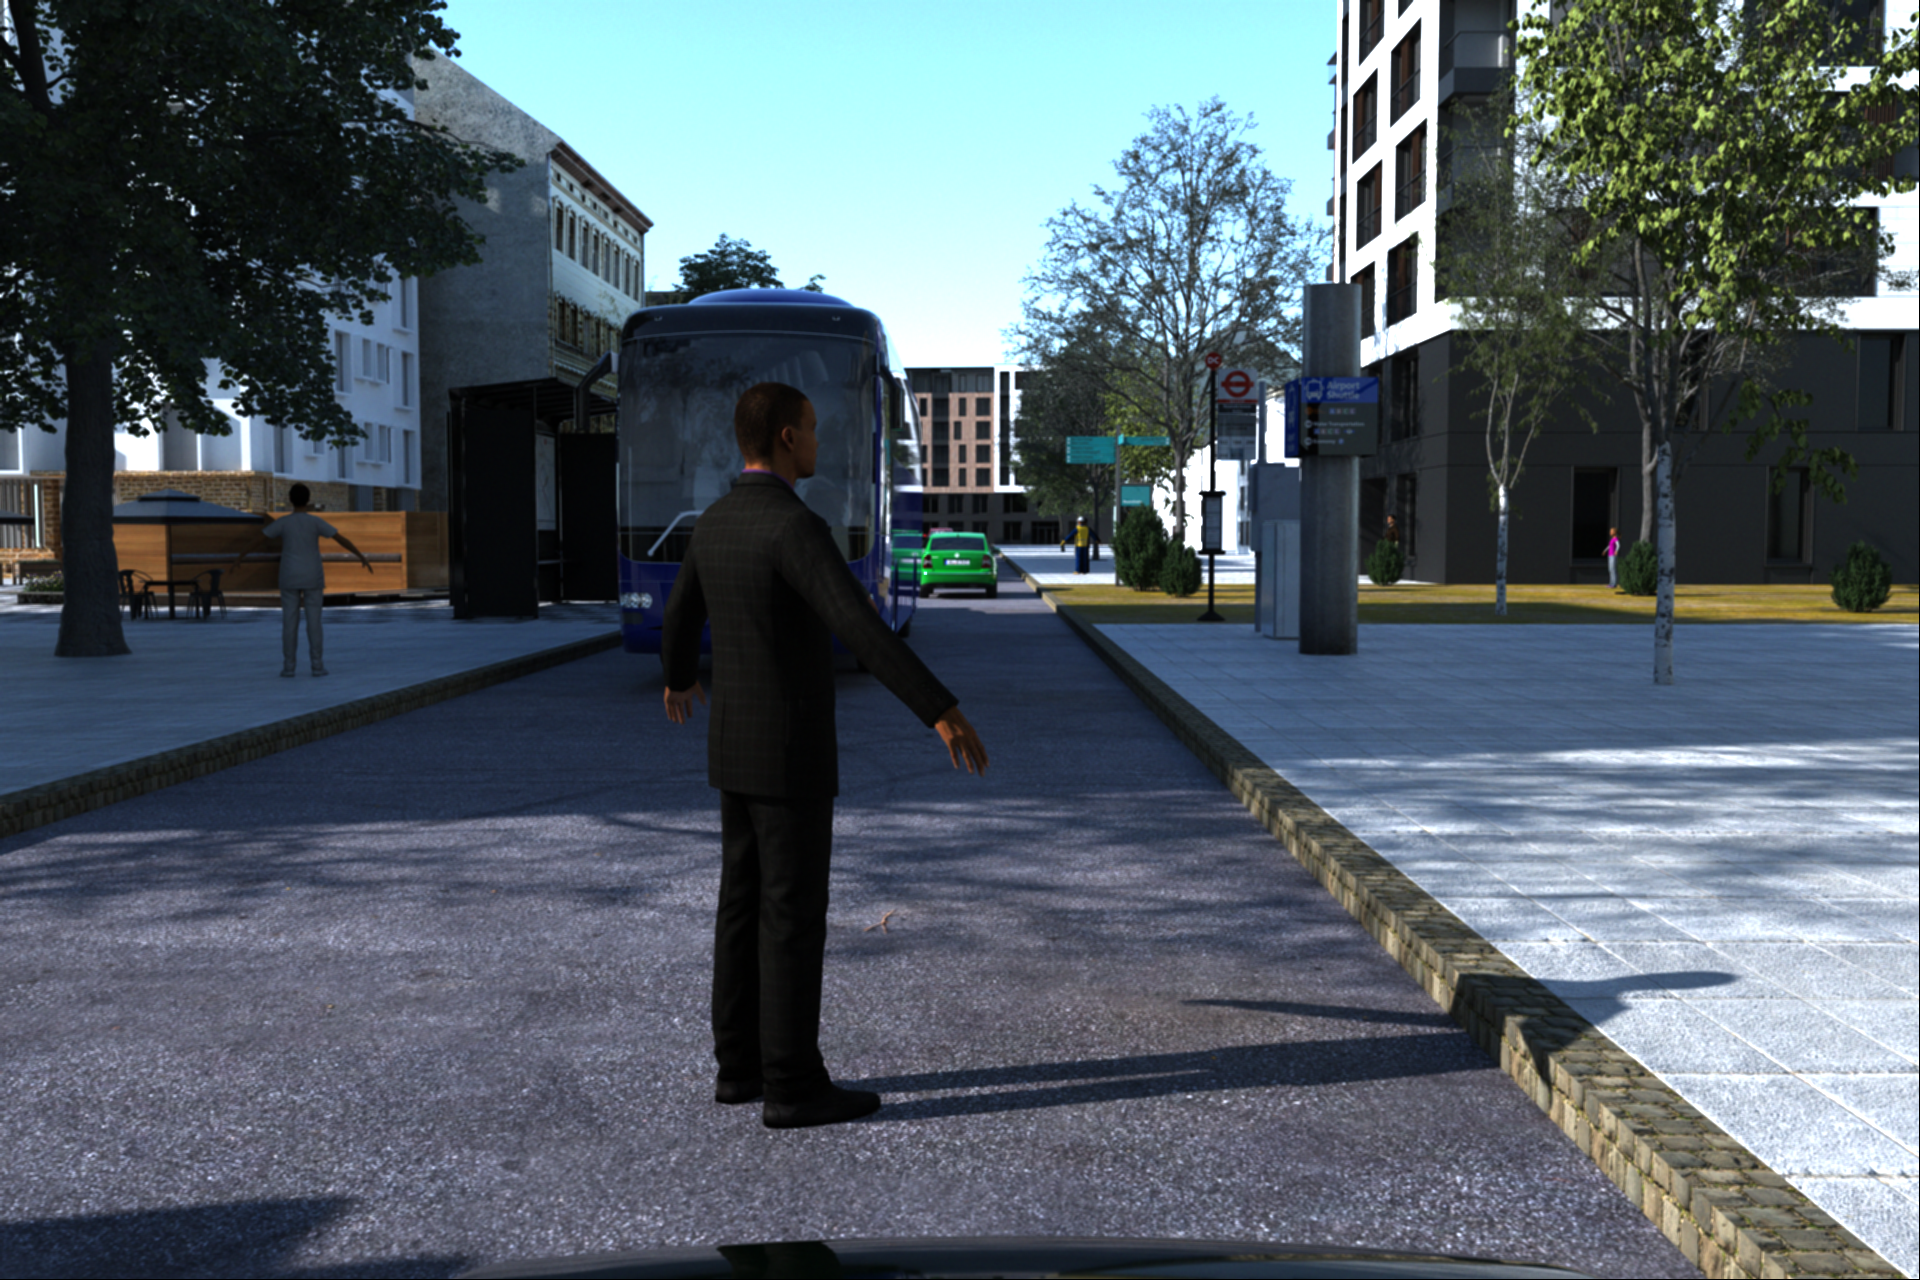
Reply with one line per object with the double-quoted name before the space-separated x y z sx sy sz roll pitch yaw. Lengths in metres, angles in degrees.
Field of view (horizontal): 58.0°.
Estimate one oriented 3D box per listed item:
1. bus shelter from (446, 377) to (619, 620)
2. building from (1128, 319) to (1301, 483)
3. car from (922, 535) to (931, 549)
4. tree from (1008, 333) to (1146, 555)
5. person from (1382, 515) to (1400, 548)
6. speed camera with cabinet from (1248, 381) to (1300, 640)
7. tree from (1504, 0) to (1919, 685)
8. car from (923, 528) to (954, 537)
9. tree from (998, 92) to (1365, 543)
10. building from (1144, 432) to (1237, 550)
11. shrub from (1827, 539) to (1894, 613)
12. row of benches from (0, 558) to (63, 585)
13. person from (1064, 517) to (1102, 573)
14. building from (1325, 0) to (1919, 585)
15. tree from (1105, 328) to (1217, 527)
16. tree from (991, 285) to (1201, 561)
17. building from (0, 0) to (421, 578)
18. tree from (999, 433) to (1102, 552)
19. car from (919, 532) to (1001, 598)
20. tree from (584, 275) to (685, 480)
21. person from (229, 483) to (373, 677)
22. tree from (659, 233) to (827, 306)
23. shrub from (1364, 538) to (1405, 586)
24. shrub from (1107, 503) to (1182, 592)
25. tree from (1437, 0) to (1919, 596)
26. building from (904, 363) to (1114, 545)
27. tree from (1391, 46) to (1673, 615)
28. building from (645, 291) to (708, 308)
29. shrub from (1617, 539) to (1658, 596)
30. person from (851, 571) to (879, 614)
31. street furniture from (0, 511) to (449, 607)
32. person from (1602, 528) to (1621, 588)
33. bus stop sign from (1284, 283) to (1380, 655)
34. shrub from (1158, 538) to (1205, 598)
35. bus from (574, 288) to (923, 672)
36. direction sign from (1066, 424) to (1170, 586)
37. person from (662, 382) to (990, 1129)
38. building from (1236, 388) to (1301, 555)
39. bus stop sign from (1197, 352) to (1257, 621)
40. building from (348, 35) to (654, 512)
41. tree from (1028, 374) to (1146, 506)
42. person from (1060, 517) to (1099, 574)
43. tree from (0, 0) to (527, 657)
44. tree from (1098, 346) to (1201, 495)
"bus shelter" -6.831 -2.308 29.019 1.731 3.624 6.357 0 4 1
"building" 28.218 -21.701 185.744 19.493 23.208 18.063 0 4 0
"car" -0.427 -2.666 53.380 2.009 1.686 4.222 0 3 0
"tree" 7.322 -12.247 106.898 9.857 13.997 8.962 0 3 0
"person" 11.717 -2.508 47.139 0.704 1.812 1.346 0 4 -7
"speed camera with cabinet" 4.094 -1.682 21.844 0.660 3.252 2.038 0 4 1
"tree" 6.090 -3.911 14.316 4.737 8.622 4.395 0 3 0
"car" -1.174 -6.160 109.395 2.281 1.827 5.304 0 4 0
"tree" 6.254 -8.464 48.757 12.009 13.543 11.850 0 3 0
"building" 21.984 -13.018 154.990 9.099 9.664 28.070 0 4 1
"shrub" 14.700 -1.050 28.288 1.383 1.207 1.383 0 3 0
"row of benches" -23.556 -1.751 44.099 4.104 0.672 1.422 -3 5 -43
"person" 4.056 -3.113 56.825 1.347 1.837 0.705 -1 4 -18
"building" 26.321 -13.171 59.323 27.936 21.610 32.646 0 4 0
"tree" 6.825 -6.778 61.183 4.737 8.622 4.395 0 3 0
"tree" 6.691 -10.596 83.610 12.009 13.543 11.850 0 3 0
"building" -25.250 -11.928 51.447 16.016 20.090 11.380 0 4 1
"tree" 7.358 -11.675 125.304 8.767 10.594 7.601 -1 4 -20
"car" -0.030 -1.917 40.134 1.959 1.807 4.718 0 4 1
"tree" -9.303 -6.086 49.870 4.360 8.622 3.978 0 3 0
"person" -5.957 -0.545 15.679 1.217 1.739 0.721 -1 4 -18
"tree" -8.891 -10.196 73.354 9.857 13.997 8.962 0 3 0
"shrub" 10.486 -1.934 42.743 1.383 1.207 1.383 0 3 0
"shrub" 4.143 -2.101 38.769 1.690 2.028 1.600 0 3 0
"tree" 14.588 -7.696 36.207 12.009 13.543 11.850 0 3 0
"building" 3.277 -22.886 220.610 32.646 21.610 27.936 0 4 6
"tree" 8.343 -4.700 27.203 4.360 8.622 3.978 0 3 0
"building" -25.778 -19.467 162.264 27.936 21.610 32.646 0 4 1
"shrub" 14.100 -1.513 35.847 1.383 1.207 1.383 0 3 0
"person" -1.198 -0.146 11.118 1.348 1.796 0.705 0 4 3
"street furniture" -13.741 -1.726 35.072 11.010 1.723 9.812 1 4 15
"person" 15.545 -1.964 41.380 0.599 1.433 0.991 0 4 4
"bus stop sign" 3.956 -1.804 18.516 0.837 3.901 0.837 0 4 0
"shrub" 4.454 -1.454 34.887 1.383 1.207 1.383 0 3 0
"bus" -1.889 -1.814 21.205 2.896 3.916 12.251 0 4 0
"direction sign" 3.861 -3.240 41.740 2.525 3.948 1.411 0 4 -1
"person" -0.436 0.268 4.304 0.704 1.802 1.346 -3 4 -38
"building" 22.209 -9.552 98.328 9.099 9.664 28.070 0 4 1
"bus stop sign" 3.936 -2.252 25.520 0.855 3.939 0.416 0 4 0
"building" -24.771 -14.961 75.542 19.493 23.208 18.063 0 4 1
"tree" 7.242 -9.847 95.418 7.601 10.594 8.767 -1 4 -15
"person" 3.855 -3.017 55.299 1.349 1.833 0.705 -1 4 -23
"tree" -9.245 -6.816 18.091 9.857 13.997 8.962 0 3 0
"tree" 7.256 -7.260 69.069 4.737 8.622 4.395 0 3 0
